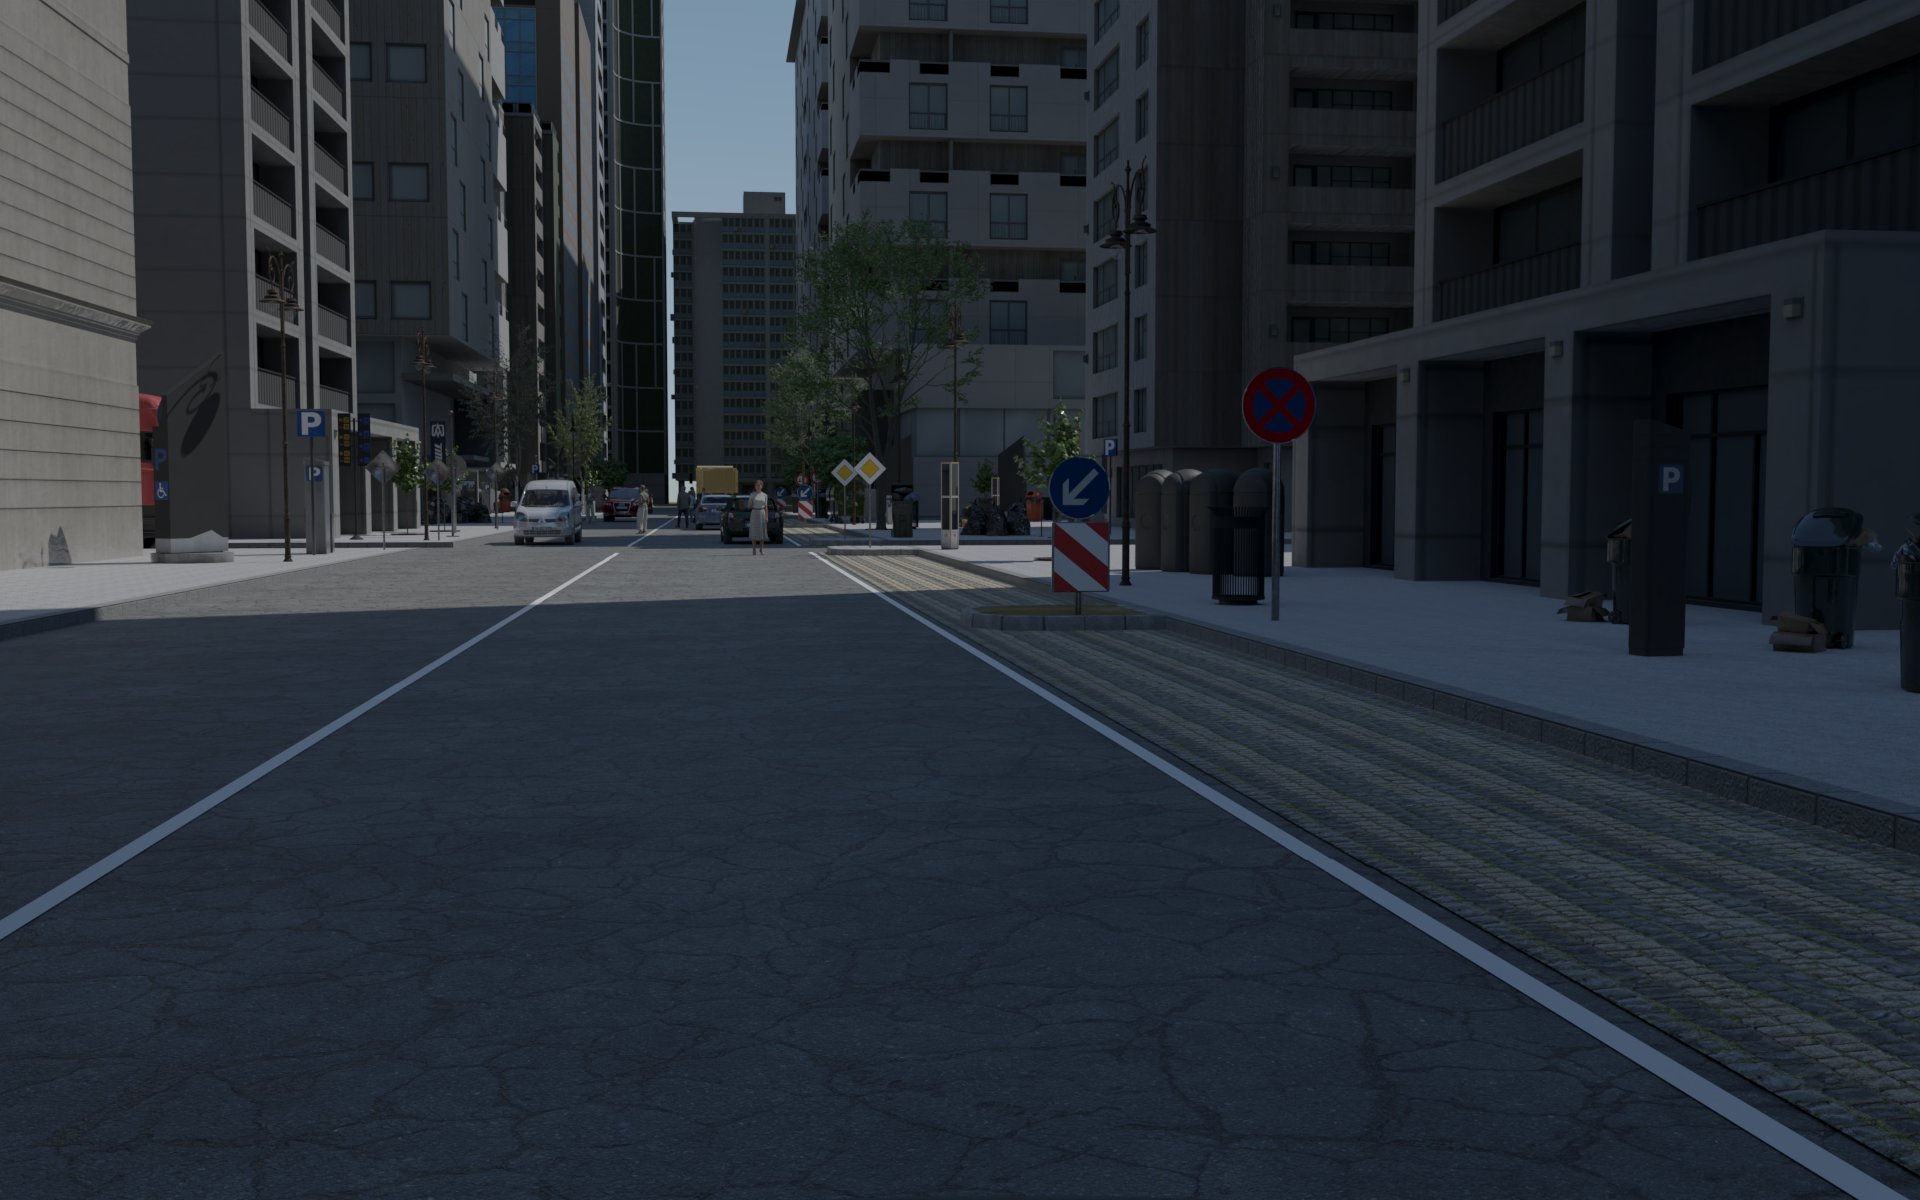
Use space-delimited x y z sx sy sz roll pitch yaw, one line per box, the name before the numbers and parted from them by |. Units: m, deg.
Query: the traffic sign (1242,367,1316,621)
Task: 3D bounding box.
traffic sign | 3.197 -1.063 17.485 0.768 2.556 0.104 0 4 -7

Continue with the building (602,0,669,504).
building | -47.317 -47.580 216.188 20.611 71.187 20.563 0 4 -8

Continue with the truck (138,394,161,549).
truck | -23.587 -3.200 41.232 11.283 4.237 2.839 -1 4 -8

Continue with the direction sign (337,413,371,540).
direction sign | -16.949 -3.458 48.535 0.876 3.537 0.379 -1 4 -8

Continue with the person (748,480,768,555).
person | -4.733 -1.933 40.680 0.480 1.755 0.524 -1 4 -22

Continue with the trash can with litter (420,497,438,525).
trash can with litter | -22.422 -3.748 72.674 1.055 1.170 0.624 1 4 11

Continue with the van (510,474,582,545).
van | -11.889 -2.632 50.051 2.013 2.044 4.112 0 4 -8

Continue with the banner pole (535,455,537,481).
banner pole | -27.311 -7.445 111.736 0.401 3.779 0.863 -1 4 -18

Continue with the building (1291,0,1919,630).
building | 17.456 -35.578 19.959 20.563 71.187 20.611 0 4 -8

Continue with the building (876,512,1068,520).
building | 6.732 -31.171 98.886 28.713 52.752 27.495 0 4 -8

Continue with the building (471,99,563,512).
building | -37.153 -21.757 127.430 14.160 30.474 14.107 0 4 -8

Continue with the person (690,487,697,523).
person | -13.162 -4.705 85.613 0.473 1.802 0.592 2 4 24

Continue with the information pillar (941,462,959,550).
information pillar | -0.234 -2.172 40.007 0.304 2.012 0.304 3 4 39

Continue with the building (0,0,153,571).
building | -37.086 -15.160 24.284 44.131 29.872 17.030 0 4 -8

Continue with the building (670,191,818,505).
building | -25.381 -32.628 225.353 23.993 40.220 32.217 0 4 -8

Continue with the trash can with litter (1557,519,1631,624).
trash can with litter | 6.485 -0.357 17.217 1.055 1.170 0.624 3 5 41

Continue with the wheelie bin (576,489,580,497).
wheelie bin | -25.350 -6.454 113.426 0.980 1.594 0.693 0 4 -5

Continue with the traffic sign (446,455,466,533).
traffic sign | -16.505 -3.453 56.560 0.768 2.556 0.104 0 4 -4

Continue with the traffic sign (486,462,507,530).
traffic sign | -16.683 -3.742 62.370 0.795 2.450 0.064 0 4 -3

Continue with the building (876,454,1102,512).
building | 0.251 -34.721 156.929 28.713 52.752 27.495 0 4 -8

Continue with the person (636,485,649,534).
person | -11.487 -3.272 62.549 0.362 1.759 0.519 2 4 31

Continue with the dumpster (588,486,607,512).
dumpster | -25.234 -7.006 120.300 1.264 1.857 1.865 0 4 -8

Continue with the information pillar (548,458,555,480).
information pillar | -26.611 -7.443 113.055 0.504 3.616 0.183 0 4 8

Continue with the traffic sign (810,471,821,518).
traffic sign | -7.515 -5.593 91.559 0.768 2.556 0.104 0 4 -3

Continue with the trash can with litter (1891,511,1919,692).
trash can with litter | 6.586 0.016 11.132 1.055 1.170 0.624 2 4 25

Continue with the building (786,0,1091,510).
building | -3.399 -36.396 184.306 28.713 52.752 27.495 0 4 -8

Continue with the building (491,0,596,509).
building | -40.469 -30.916 155.583 14.600 45.320 14.200 0 4 -8

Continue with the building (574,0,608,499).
building | -51.648 -39.078 180.925 28.212 58.520 21.231 0 4 -8

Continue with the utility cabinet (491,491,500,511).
utility cabinet | -31.572 -6.636 117.178 1.173 1.500 0.318 3 4 37

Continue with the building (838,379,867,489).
building | -2.762 -22.282 136.012 14.160 30.474 14.107 0 4 -8

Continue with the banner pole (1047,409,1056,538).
banner pole | 2.865 -3.672 50.051 0.401 3.779 0.863 -2 4 -34

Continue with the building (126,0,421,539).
building | -29.581 -37.815 56.520 20.563 71.187 20.611 0 4 -8

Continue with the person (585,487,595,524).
person | -17.805 -4.541 83.287 0.519 1.759 0.362 1 4 8

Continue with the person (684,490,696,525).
person | -12.562 -4.298 80.584 0.589 1.601 0.330 -3 4 -36

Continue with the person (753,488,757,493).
person | -9.641 -4.452 82.122 0.563 1.720 0.643 2 4 32

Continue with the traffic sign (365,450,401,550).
traffic sign | -13.239 -2.210 39.772 0.795 2.450 0.064 0 4 -8

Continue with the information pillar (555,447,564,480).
information pillar | -19.778 -5.789 86.000 0.183 3.616 0.504 0 4 6

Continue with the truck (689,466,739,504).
truck | -16.659 -7.479 118.199 3.469 3.379 9.791 -1 4 -10

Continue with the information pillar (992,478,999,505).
information pillar | 1.584 -4.466 77.508 0.304 2.012 0.304 1 4 12

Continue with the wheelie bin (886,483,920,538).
wheelie bin | -1.671 -2.636 51.013 0.980 1.594 0.693 0 4 -5

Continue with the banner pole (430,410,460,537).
banner pole | -15.477 -3.789 51.961 0.863 3.779 0.401 0 4 1

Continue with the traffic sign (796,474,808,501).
traffic sign | -9.998 -6.686 109.429 0.768 2.556 0.104 0 4 -5

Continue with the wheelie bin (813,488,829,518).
wheelie bin | -7.390 -5.167 92.388 0.693 1.594 0.980 -3 5 -42

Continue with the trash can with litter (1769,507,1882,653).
trash can with litter | 7.116 -0.177 14.282 0.624 1.170 1.055 3 5 43

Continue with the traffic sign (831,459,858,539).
traffic sign | -3.274 -2.788 49.224 0.795 2.450 0.064 0 4 -8

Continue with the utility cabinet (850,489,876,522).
utility cabinet | -4.429 -4.302 79.014 1.173 1.500 0.318 -1 4 -15

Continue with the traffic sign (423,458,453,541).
traffic sign | -14.360 -2.693 47.678 0.795 2.450 0.064 0 4 -8

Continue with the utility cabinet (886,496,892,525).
utility cabinet | -2.939 -3.805 73.368 0.306 1.237 1.020 0 4 -5

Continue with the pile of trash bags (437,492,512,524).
pile of trash bags | -21.428 -4.097 76.742 3.447 1.369 1.912 -3 5 -44

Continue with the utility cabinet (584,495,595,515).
utility cabinet | -23.116 -5.926 108.055 0.306 1.237 1.020 1 4 14

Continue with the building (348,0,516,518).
building | -38.784 -30.647 90.318 28.713 52.752 27.495 0 4 -8

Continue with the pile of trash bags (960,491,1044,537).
pile of trash bags | 1.501 -2.659 53.225 1.912 1.369 3.447 -2 4 -33

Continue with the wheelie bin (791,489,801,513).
wheelie bin | -10.920 -6.618 116.108 0.693 1.594 0.980 1 4 17

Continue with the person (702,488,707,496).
person | -15.680 -5.968 106.192 0.853 1.813 0.709 -3 4 -39

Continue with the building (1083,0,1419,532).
building | 12.758 -17.795 62.655 14.107 30.474 14.160 0 4 -8

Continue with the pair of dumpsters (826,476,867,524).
pair of dumpsters | -4.982 -4.515 76.318 1.574 2.255 4.437 -1 4 -8

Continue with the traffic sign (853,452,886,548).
traffic sign | -2.152 -2.304 41.318 0.795 2.450 0.064 0 4 -8

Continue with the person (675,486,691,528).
person | -11.725 -3.934 73.218 0.661 1.777 0.834 -3 4 -38
